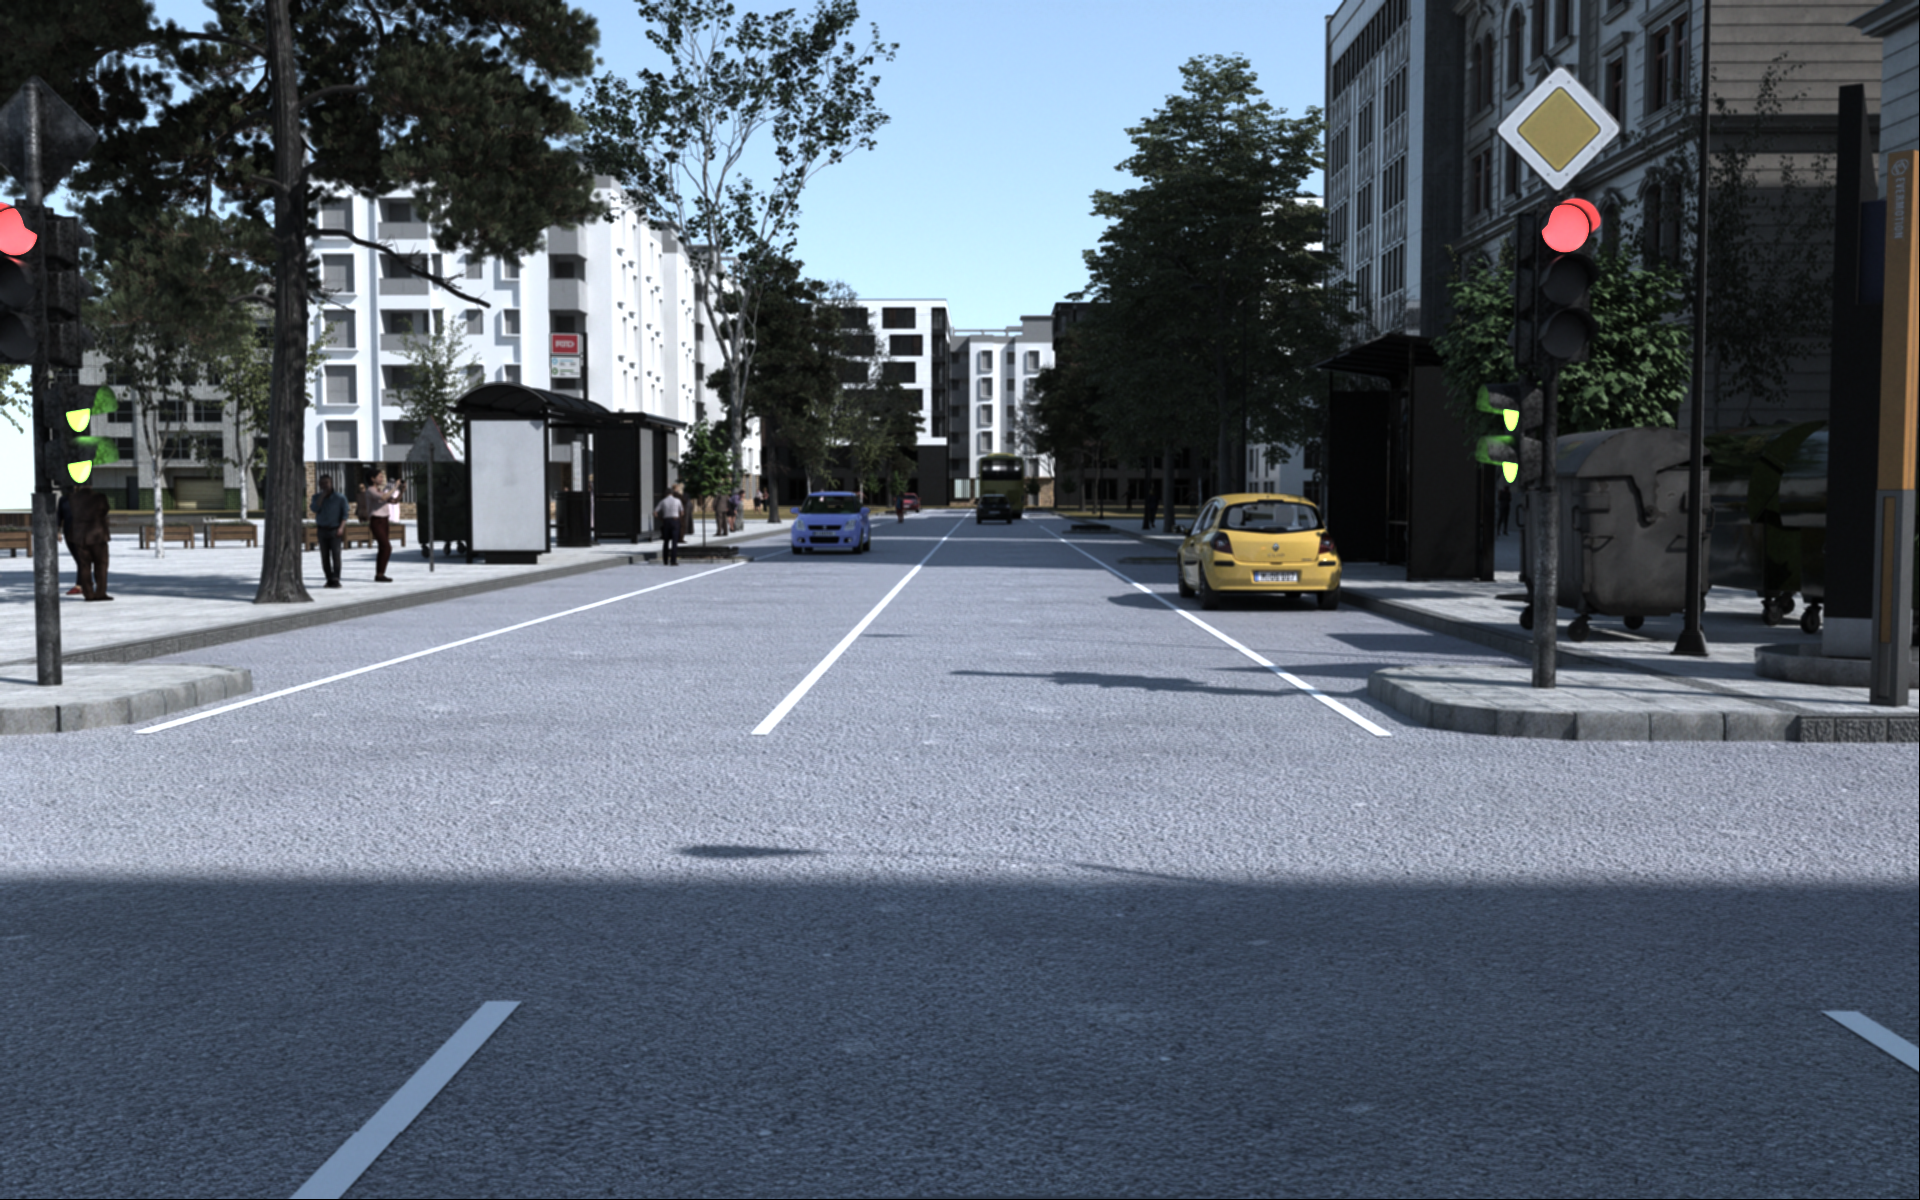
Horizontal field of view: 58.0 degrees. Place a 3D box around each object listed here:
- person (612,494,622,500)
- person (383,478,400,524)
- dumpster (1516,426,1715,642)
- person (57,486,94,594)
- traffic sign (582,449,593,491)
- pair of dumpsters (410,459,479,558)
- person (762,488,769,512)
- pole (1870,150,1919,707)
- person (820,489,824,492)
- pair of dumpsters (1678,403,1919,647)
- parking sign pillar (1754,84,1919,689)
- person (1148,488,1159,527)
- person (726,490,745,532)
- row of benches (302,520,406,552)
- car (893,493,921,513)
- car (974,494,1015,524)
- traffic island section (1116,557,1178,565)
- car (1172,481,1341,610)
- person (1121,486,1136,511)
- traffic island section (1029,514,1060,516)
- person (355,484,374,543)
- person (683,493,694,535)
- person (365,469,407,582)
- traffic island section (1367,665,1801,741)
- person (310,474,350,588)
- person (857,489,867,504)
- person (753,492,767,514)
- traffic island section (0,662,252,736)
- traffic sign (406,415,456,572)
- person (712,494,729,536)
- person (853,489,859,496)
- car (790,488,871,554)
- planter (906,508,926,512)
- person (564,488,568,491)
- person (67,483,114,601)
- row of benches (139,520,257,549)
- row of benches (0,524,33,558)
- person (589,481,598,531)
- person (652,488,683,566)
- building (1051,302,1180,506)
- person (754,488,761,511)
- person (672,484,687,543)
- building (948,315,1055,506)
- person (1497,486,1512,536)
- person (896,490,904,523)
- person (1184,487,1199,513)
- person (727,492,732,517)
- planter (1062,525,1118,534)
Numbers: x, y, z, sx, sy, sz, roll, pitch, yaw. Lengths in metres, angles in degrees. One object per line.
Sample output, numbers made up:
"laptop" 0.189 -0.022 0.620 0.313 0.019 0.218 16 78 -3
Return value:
"person" -11.022 -2.893 55.814 0.387 1.526 0.523 -1 4 -23
"person" -16.585 -2.678 50.505 0.551 1.740 0.621 -3 5 -40
"dumpster" 5.879 -0.604 15.633 1.264 1.857 1.865 0 4 1
"person" -11.390 -0.842 22.354 0.480 1.512 0.613 -1 4 -22
"traffic sign" -10.545 -2.970 48.671 0.768 2.556 0.104 0 4 6
"pair of dumpsters" -10.299 -2.097 36.774 1.574 2.255 4.436 0 4 1
"person" -14.234 -7.374 127.328 0.721 1.743 1.217 -3 4 -36
"pole" 5.651 -1.015 10.436 0.158 3.312 0.155 0 3 0
"person" -11.524 -8.421 144.402 0.621 1.740 0.551 2 4 29
"pair of dumpsters" 8.326 -0.845 16.302 1.574 2.255 4.436 0 4 1
"parking sign pillar" 6.337 -1.437 11.972 1.447 3.967 1.447 2 4 34
"person" 7.453 -3.558 66.750 0.480 1.512 0.613 -1 4 -11
"person" -7.567 -2.997 58.273 0.697 1.427 0.421 1 4 8
"row of benches" -14.308 -1.535 40.564 1.422 0.672 4.104 1 4 14
"car" -4.035 -7.613 133.511 2.155 1.783 4.494 0 4 0
"car" 1.663 -4.552 84.215 2.009 1.686 4.222 0 4 1
"traffic island section" 4.283 -0.813 36.160 1.991 0.108 1.994 0 4 1
"car" 3.863 -0.772 22.844 2.015 1.641 3.980 0 4 1
"person" 12.728 -7.627 130.371 1.348 1.869 0.705 3 4 37
"traffic island section" 5.514 -5.537 113.400 1.991 0.108 1.994 0 4 1
"person" -15.690 -2.280 45.593 0.482 1.546 0.388 0 4 2
"person" -8.652 -2.937 54.859 0.445 1.727 0.742 -1 4 -8
"person" -8.420 -1.095 25.411 0.517 1.644 0.566 -3 5 -45
"traffic island section" 3.897 0.659 11.498 2.009 0.180 2.903 0 4 1
"person" -8.615 -0.946 23.724 0.499 1.552 0.429 1 4 13
"person" -7.440 -7.597 130.977 0.721 1.743 1.217 3 4 36
"person" -12.704 -6.164 110.013 0.799 1.438 0.628 -2 4 -24
"traffic island section" -6.143 0.650 11.661 2.009 0.180 2.903 0 4 1
"traffic sign" -8.725 -1.745 28.540 0.884 2.594 0.081 1 4 11
"person" -7.333 -2.826 52.806 0.434 1.755 0.990 1 4 23
"person" -8.732 -8.310 142.590 1.217 1.739 0.721 -3 5 -41
"car" -3.141 -2.011 42.473 1.945 1.707 3.694 0 4 1
"planter" -3.780 -7.321 140.832 1.991 0.319 1.994 0 4 1
"person" -17.635 -4.246 77.529 0.319 1.574 0.516 0 4 -5
"person" -10.440 -0.761 20.760 0.482 1.546 0.388 -1 4 -9
"row of benches" -17.559 -1.591 41.473 4.104 0.672 1.422 -3 4 -38
"row of benches" -19.970 -1.107 33.557 1.422 0.672 4.104 2 4 30
"person" -12.699 -3.241 59.705 0.551 1.740 0.621 0 4 5
"person" -5.875 -1.477 34.865 0.614 1.554 0.590 0 4 -3
"building" 26.637 -21.461 194.867 32.646 21.610 27.936 0 4 1
"person" -15.511 -7.705 132.963 0.436 1.711 0.756 -2 4 -35
"person" -7.353 -2.258 45.237 0.388 1.546 0.482 -3 5 -41
"building" 4.430 -20.385 189.715 11.380 20.091 16.016 0 4 1
"person" 16.873 -2.822 53.656 0.415 1.643 0.593 3 4 37
"person" -2.980 -4.625 85.820 0.444 1.614 0.593 0 4 3
"person" 15.706 -6.739 116.943 1.217 1.735 0.721 2 4 28
"person" -12.974 -5.531 97.938 0.593 1.643 0.415 1 4 22
"planter" 4.712 -2.566 63.094 1.991 0.319 1.994 0 4 1
